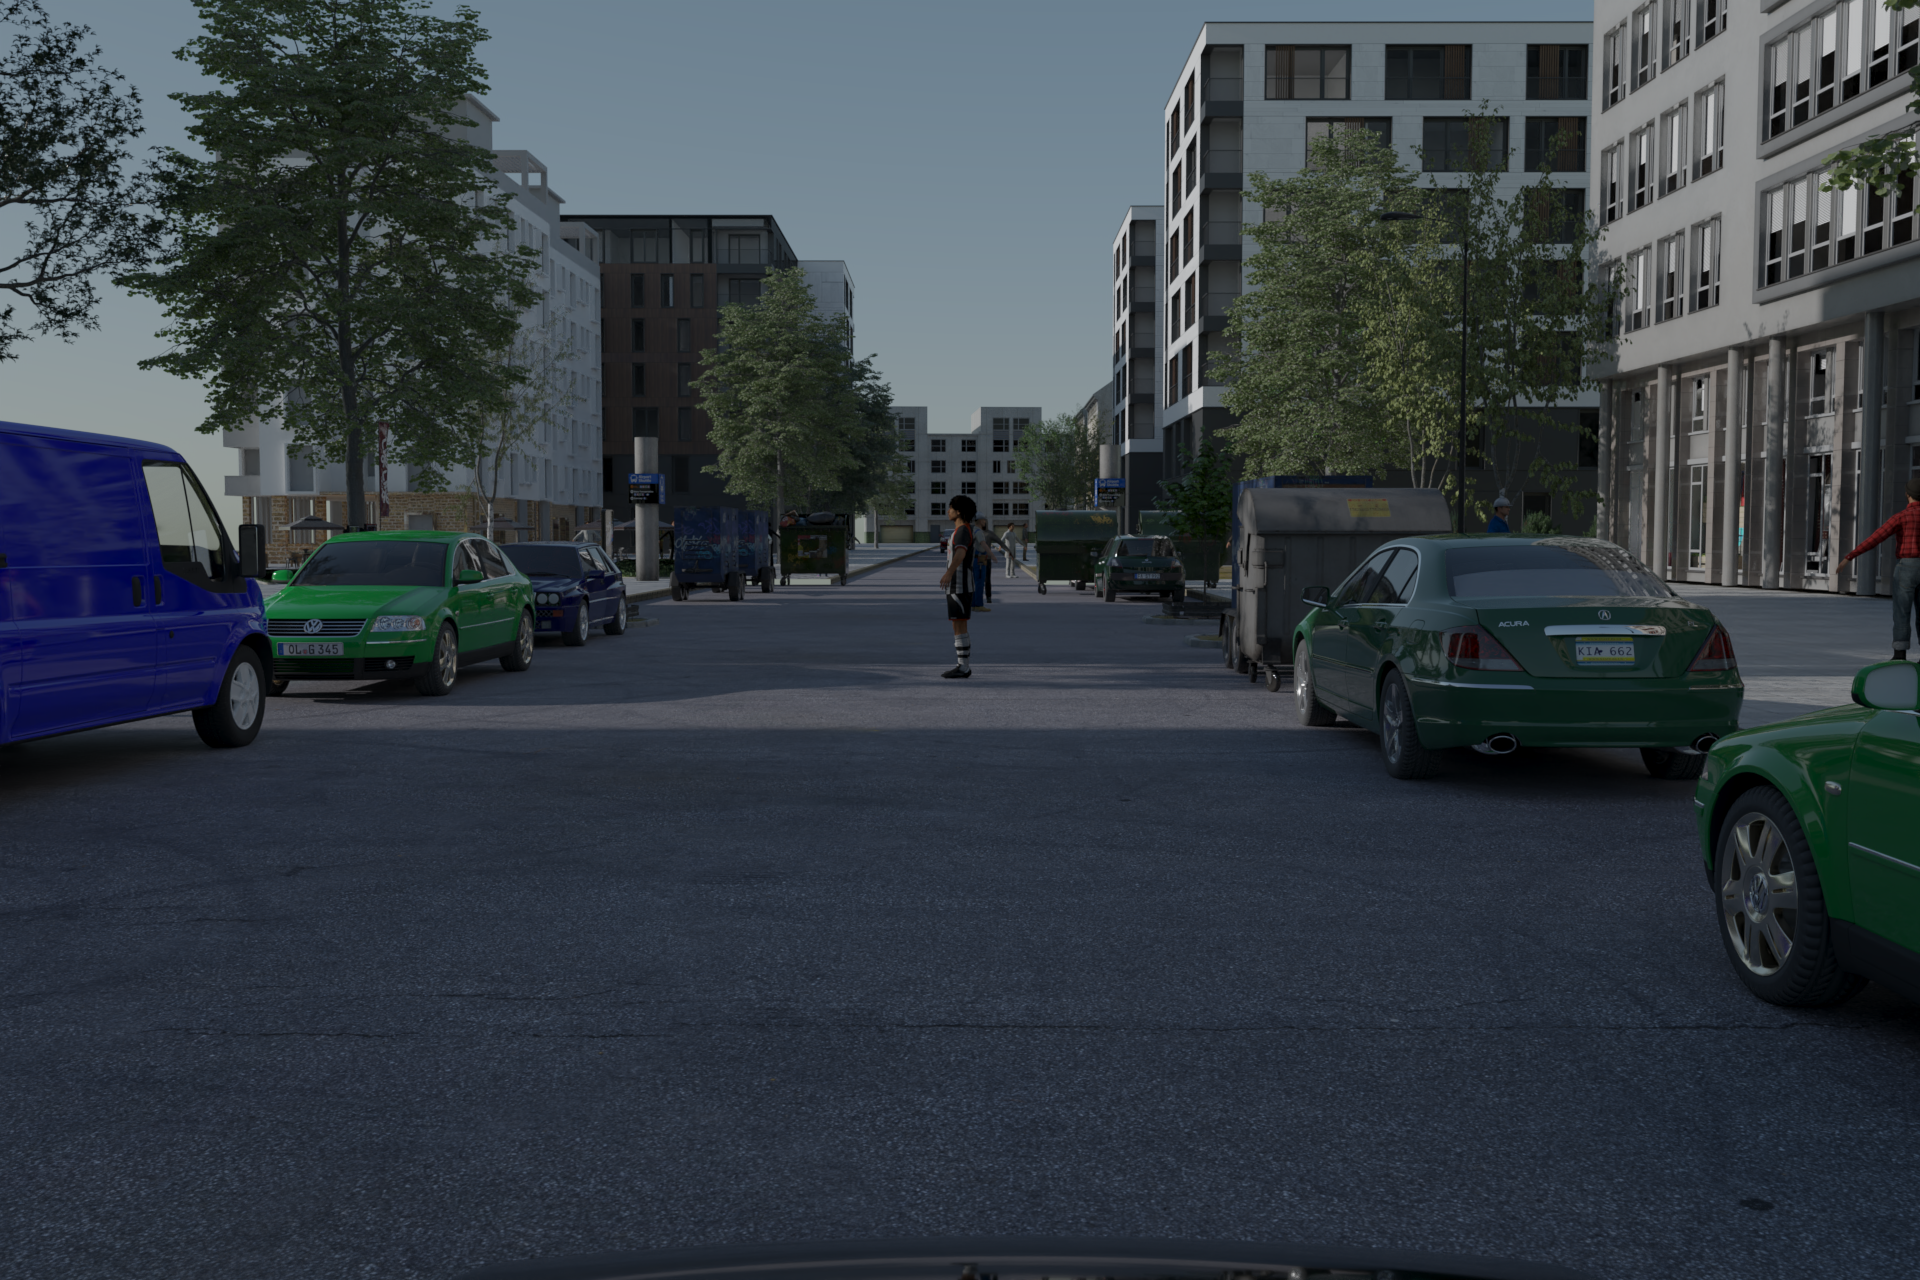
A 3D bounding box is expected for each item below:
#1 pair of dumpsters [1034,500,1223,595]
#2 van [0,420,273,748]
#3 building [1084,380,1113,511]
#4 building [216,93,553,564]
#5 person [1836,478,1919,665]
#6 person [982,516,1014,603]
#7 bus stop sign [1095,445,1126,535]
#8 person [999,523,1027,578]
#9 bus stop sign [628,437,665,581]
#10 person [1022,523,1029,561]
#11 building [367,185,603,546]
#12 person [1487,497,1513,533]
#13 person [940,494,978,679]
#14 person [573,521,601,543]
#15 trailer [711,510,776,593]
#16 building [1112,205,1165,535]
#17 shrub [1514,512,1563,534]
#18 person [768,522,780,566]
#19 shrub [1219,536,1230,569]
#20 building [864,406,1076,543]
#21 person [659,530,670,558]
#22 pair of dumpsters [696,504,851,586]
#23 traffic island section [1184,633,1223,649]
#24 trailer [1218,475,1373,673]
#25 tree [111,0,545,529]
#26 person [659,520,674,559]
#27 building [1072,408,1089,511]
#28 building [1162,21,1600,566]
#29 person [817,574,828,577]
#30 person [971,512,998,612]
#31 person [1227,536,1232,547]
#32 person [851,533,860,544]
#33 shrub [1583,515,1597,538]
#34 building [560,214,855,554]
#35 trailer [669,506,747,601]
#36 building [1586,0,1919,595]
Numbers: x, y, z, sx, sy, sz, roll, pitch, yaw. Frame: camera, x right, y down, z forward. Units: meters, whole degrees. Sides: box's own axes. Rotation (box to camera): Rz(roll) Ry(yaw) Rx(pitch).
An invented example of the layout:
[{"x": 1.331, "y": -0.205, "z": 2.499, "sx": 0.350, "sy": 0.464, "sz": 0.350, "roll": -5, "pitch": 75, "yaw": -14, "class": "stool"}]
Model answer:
[{"x": 3.967, "y": -2.215, "z": 41.165, "sx": 4.436, "sy": 2.255, "sz": 1.574, "roll": 0, "pitch": 3, "yaw": 0, "class": "pair of dumpsters"}, {"x": -5.748, "y": -0.338, "z": 9.908, "sx": 2.240, "sy": 2.365, "sz": 5.245, "roll": 0, "pitch": 4, "yaw": 1, "class": "van"}, {"x": 24.249, "y": -22.358, "z": 196.482, "sx": 19.493, "sy": 23.208, "sz": 18.063, "roll": 0, "pitch": 4, "yaw": 1, "class": "building"}, {"x": -26.035, "y": -13.423, "z": 75.888, "sx": 16.016, "sy": 20.090, "sz": 11.380, "roll": 0, "pitch": 4, "yaw": 1, "class": "building"}, {"x": 9.075, "y": -0.636, "z": 16.502, "sx": 1.345, "sy": 1.816, "sz": 0.704, "roll": 0, "pitch": 4, "yaw": 3, "class": "person"}, {"x": 0.470, "y": -1.672, "z": 35.930, "sx": 1.348, "sy": 1.813, "sz": 0.705, "roll": 1, "pitch": 4, "yaw": 14, "class": "person"}, {"x": 4.449, "y": -3.812, "z": 51.337, "sx": 0.837, "sy": 3.901, "sz": 0.837, "roll": 0, "pitch": 4, "yaw": 0, "class": "bus stop sign"}, {"x": 1.690, "y": -2.939, "z": 56.696, "sx": 0.705, "sy": 1.806, "sz": 1.347, "roll": 3, "pitch": 5, "yaw": 43, "class": "person"}, {"x": -8.553, "y": -3.567, "z": 47.328, "sx": 0.837, "sy": 3.901, "sz": 0.837, "roll": 0, "pitch": 4, "yaw": 1, "class": "bus stop sign"}, {"x": 3.140, "y": -4.678, "z": 82.755, "sx": 0.705, "sy": 1.796, "sz": 1.348, "roll": 0, "pitch": 4, "yaw": 6, "class": "person"}, {"x": -27.484, "y": -14.614, "z": 95.360, "sx": 16.016, "sy": 20.090, "sz": 11.380, "roll": 0, "pitch": 4, "yaw": 1, "class": "building"}, {"x": 8.326, "y": -1.267, "z": 26.595, "sx": 0.705, "sy": 1.842, "sz": 1.347, "roll": 3, "pitch": 4, "yaw": 38, "class": "person"}, {"x": -0.023, "y": -0.532, "z": 17.299, "sx": 0.704, "sy": 1.843, "sz": 1.345, "roll": 0, "pitch": 4, "yaw": 5, "class": "person"}, {"x": -15.372, "y": -4.004, "z": 71.648, "sx": 1.347, "sy": 1.806, "sz": 0.705, "roll": -1, "pitch": 4, "yaw": -12, "class": "person"}, {"x": -5.325, "y": -2.121, "z": 41.733, "sx": 1.471, "sy": 1.999, "sz": 3.904, "roll": 0, "pitch": 4, "yaw": 1, "class": "trailer"}, {"x": 24.689, "y": -17.136, "z": 124.141, "sx": 27.936, "sy": 21.610, "sz": 32.646, "roll": 0, "pitch": 4, "yaw": 1, "class": "building"}, {"x": 19.126, "y": -3.257, "z": 57.290, "sx": 1.661, "sy": 2.075, "sz": 1.752, "roll": 0, "pitch": 3, "yaw": 0, "class": "shrub"}, {"x": -7.243, "y": -3.584, "z": 65.314, "sx": 1.216, "sy": 1.740, "sz": 0.721, "roll": -1, "pitch": 4, "yaw": -19, "class": "person"}, {"x": 8.105, "y": -3.226, "z": 57.160, "sx": 1.690, "sy": 2.028, "sz": 1.600, "roll": 0, "pitch": 3, "yaw": 0, "class": "shrub"}, {"x": 2.244, "y": -23.100, "z": 246.605, "sx": 31.486, "sy": 18.905, "sz": 16.747, "roll": 0, "pitch": 4, "yaw": -4, "class": "building"}, {"x": -15.367, "y": -5.057, "z": 88.448, "sx": 1.354, "sy": 1.858, "sz": 0.705, "roll": 1, "pitch": 4, "yaw": 11, "class": "person"}, {"x": -5.259, "y": -2.639, "z": 48.094, "sx": 4.436, "sy": 2.255, "sz": 1.574, "roll": 0, "pitch": 4, "yaw": 1, "class": "pair of dumpsters"}, {"x": 3.942, "y": 0.022, "z": 22.509, "sx": 1.991, "sy": 0.108, "sz": 1.994, "roll": 0, "pitch": 4, "yaw": 1, "class": "traffic island section"}, {"x": 3.541, "y": -0.719, "z": 18.806, "sx": 1.471, "sy": 1.999, "sz": 3.904, "roll": 0, "pitch": 4, "yaw": 0, "class": "trailer"}, {"x": -11.782, "y": -7.000, "z": 32.577, "sx": 7.486, "sy": 12.596, "sz": 7.792, "roll": 0, "pitch": 3, "yaw": 0, "class": "tree"}, {"x": -10.666, "y": -3.579, "z": 64.705, "sx": 1.347, "sy": 1.806, "sz": 0.705, "roll": -1, "pitch": 4, "yaw": -20, "class": "person"}, {"x": 24.428, "y": -23.828, "z": 220.508, "sx": 19.493, "sy": 23.208, "sz": 18.063, "roll": 0, "pitch": 4, "yaw": 0, "class": "building"}, {"x": 23.750, "y": -14.785, "z": 85.715, "sx": 27.936, "sy": 21.610, "sz": 32.646, "roll": 0, "pitch": 4, "yaw": 0, "class": "building"}, {"x": -4.157, "y": -2.633, "z": 52.321, "sx": 0.991, "sy": 1.433, "sz": 0.599, "roll": -1, "pitch": 4, "yaw": -16, "class": "person"}, {"x": 0.375, "y": -1.453, "z": 32.069, "sx": 0.705, "sy": 1.847, "sz": 1.347, "roll": -1, "pitch": 4, "yaw": -18, "class": "person"}, {"x": 8.055, "y": -2.589, "z": 48.516, "sx": 1.348, "sy": 1.807, "sz": 0.705, "roll": -1, "pitch": 4, "yaw": -17, "class": "person"}, {"x": -4.370, "y": -3.593, "z": 64.520, "sx": 1.354, "sy": 1.856, "sz": 0.705, "roll": -2, "pitch": 4, "yaw": -26, "class": "person"}, {"x": 19.657, "y": -2.960, "z": 52.807, "sx": 1.690, "sy": 2.028, "sz": 1.600, "roll": 0, "pitch": 3, "yaw": 0, "class": "shrub"}, {"x": -22.586, "y": -17.331, "z": 127.334, "sx": 27.936, "sy": 21.610, "sz": 32.646, "roll": 0, "pitch": 4, "yaw": 0, "class": "building"}, {"x": -5.407, "y": -1.799, "z": 36.458, "sx": 1.471, "sy": 1.999, "sz": 3.904, "roll": 0, "pitch": 4, "yaw": 1, "class": "trailer"}, {"x": 26.275, "y": -13.456, "z": 27.605, "sx": 19.016, "sy": 26.051, "sz": 41.698, "roll": 0, "pitch": 4, "yaw": 1, "class": "building"}]
